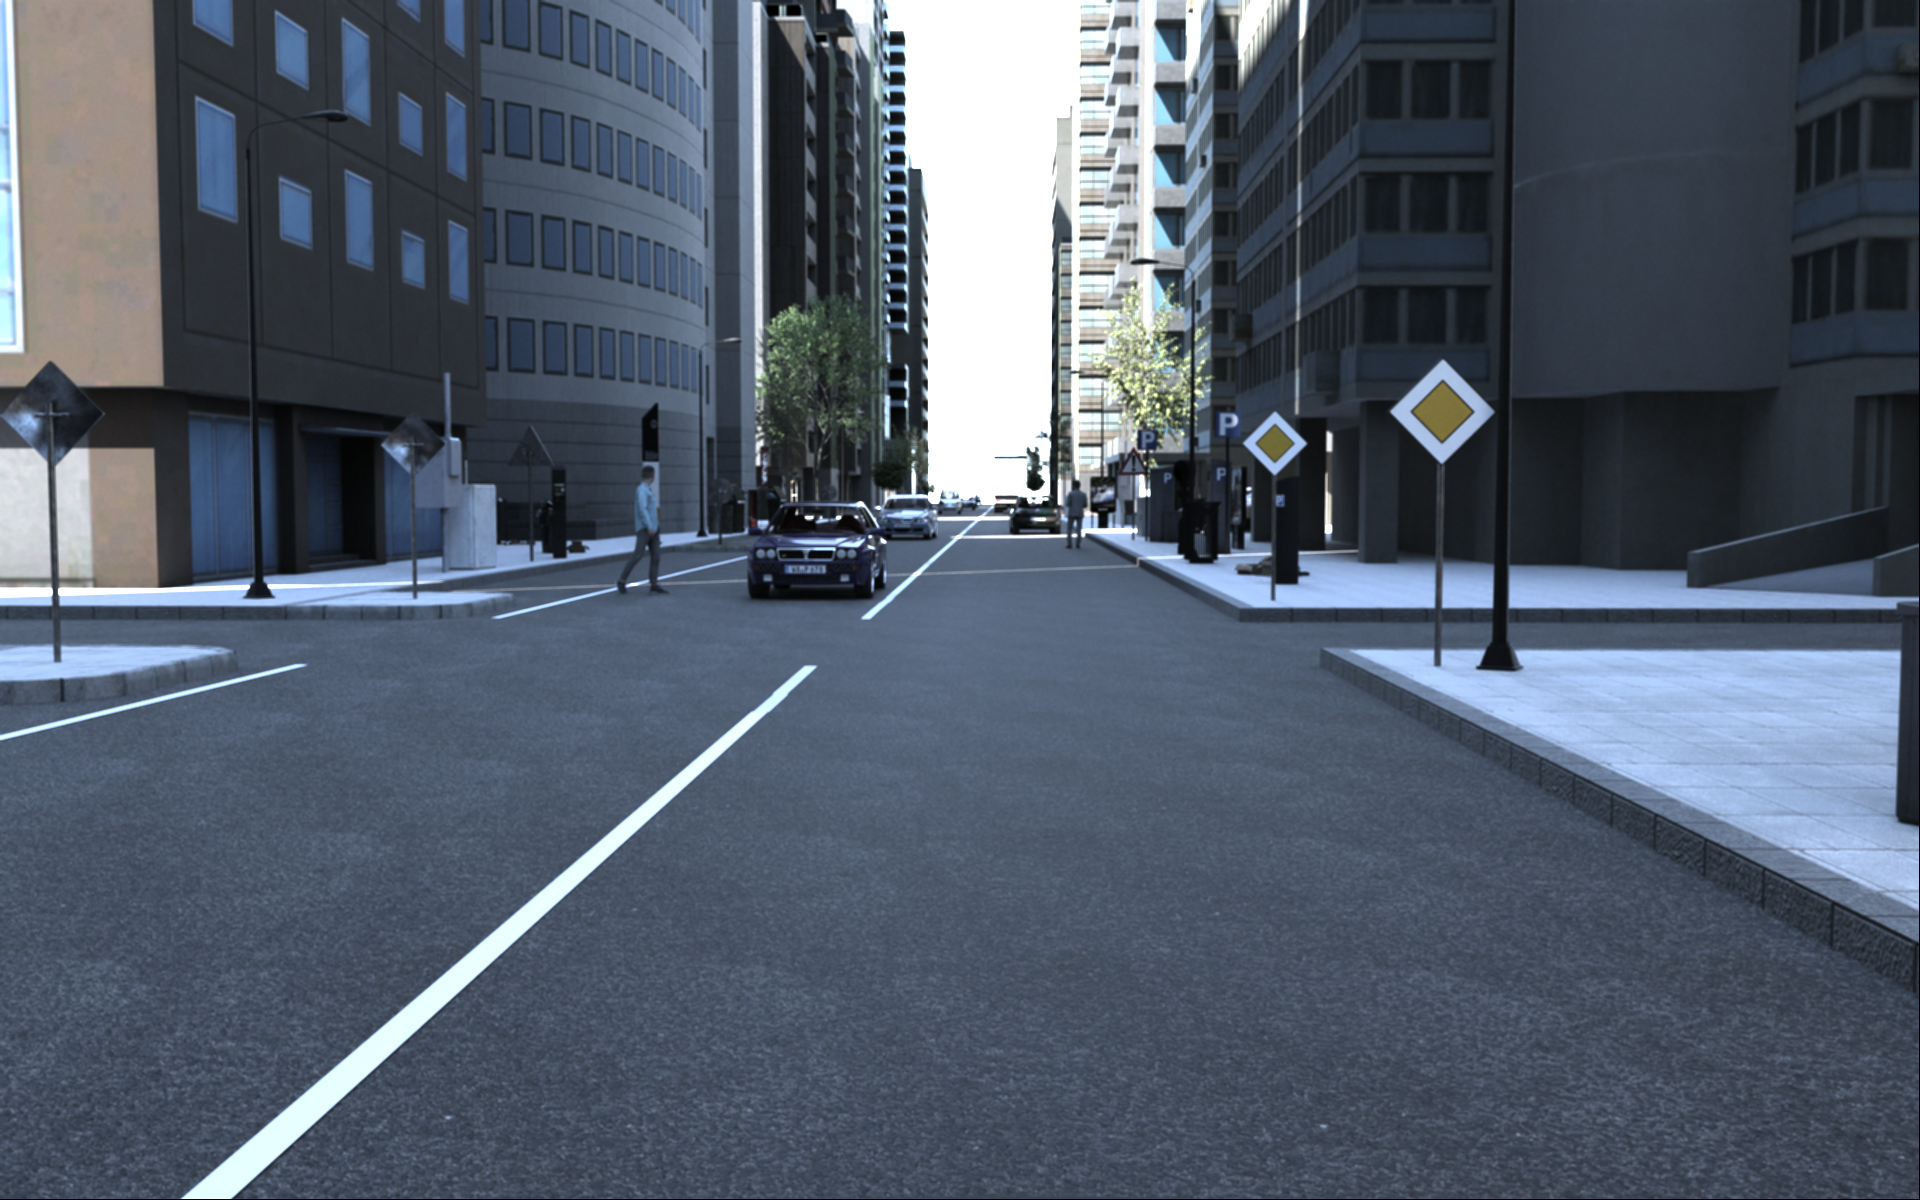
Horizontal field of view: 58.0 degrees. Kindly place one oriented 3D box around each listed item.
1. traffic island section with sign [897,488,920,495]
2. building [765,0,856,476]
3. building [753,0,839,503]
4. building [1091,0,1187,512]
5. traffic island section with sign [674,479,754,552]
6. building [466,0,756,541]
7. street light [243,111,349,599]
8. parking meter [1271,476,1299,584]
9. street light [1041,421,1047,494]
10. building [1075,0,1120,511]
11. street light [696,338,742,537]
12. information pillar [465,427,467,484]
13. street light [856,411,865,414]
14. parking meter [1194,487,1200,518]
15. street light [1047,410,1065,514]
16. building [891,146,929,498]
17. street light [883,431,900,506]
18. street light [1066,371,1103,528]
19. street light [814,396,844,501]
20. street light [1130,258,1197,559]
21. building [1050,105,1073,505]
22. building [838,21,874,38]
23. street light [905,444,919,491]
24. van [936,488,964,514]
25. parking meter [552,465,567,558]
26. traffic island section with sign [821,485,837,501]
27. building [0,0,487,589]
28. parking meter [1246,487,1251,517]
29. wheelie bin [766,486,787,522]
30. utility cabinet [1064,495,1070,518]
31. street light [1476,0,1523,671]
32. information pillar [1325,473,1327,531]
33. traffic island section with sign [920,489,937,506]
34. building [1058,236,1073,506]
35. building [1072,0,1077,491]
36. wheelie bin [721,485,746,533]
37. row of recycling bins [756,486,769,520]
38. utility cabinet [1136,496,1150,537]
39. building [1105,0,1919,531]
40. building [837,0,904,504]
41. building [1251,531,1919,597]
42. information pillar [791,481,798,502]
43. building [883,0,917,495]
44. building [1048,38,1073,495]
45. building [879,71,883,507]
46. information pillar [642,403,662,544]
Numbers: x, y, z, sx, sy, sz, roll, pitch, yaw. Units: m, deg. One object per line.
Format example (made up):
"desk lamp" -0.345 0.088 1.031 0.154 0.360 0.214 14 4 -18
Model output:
"traffic island section with sign" -3.997 -6.818 120.096 1.989 1.847 2.006 0 4 2
"building" -19.220 -28.742 124.549 22.147 44.769 28.867 0 4 2
"building" -14.979 -20.288 103.415 14.160 30.474 14.107 0 4 2
"building" 20.822 -30.063 111.143 23.786 49.044 30.456 0 4 2
"traffic island section with sign" -6.074 -2.147 43.738 1.989 1.847 2.006 0 4 2
"building" -19.470 -31.541 57.700 21.231 58.520 28.212 0 4 2
"street light" -8.105 -2.974 21.162 1.470 5.913 1.316 0 4 2
"parking meter" 4.644 -0.997 24.715 0.372 1.533 0.369 0 3 0
"street light" 6.060 -8.371 109.405 1.470 5.913 1.316 0 4 2
"building" 15.946 -27.533 133.751 14.154 41.232 14.086 0 4 2
"street light" -7.212 -4.850 51.837 1.470 5.913 1.316 0 4 2
"information pillar" -12.193 -3.109 42.185 0.183 3.616 0.504 1 4 21
"street light" -6.056 -7.644 97.521 1.470 5.913 1.316 0 4 2
"parking meter" 8.778 -3.448 64.792 0.372 1.533 0.369 0 3 0
"street light" 5.694 -7.546 95.916 1.470 5.913 1.316 0 4 2
"building" -15.470 -37.966 244.452 21.300 48.544 21.600 0 4 2
"street light" -5.144 -9.537 128.469 1.470 5.913 1.316 0 4 2
"street light" 4.817 -5.670 65.241 1.470 5.913 1.316 0 4 2
"street light" -6.377 -6.726 82.513 1.470 5.913 1.316 0 4 2
"street light" 4.051 -3.774 34.247 1.470 5.913 1.316 0 4 2
"building" 22.041 -36.009 212.441 21.300 48.544 21.600 0 4 2
"building" -14.678 -28.292 146.167 14.154 41.232 14.086 0 4 2
"street light" -4.463 -11.438 159.556 1.470 5.913 1.316 0 4 2
"van" -0.735 -7.180 124.406 2.013 2.044 4.112 0 3 0
"parking meter" -8.017 -1.770 34.644 0.255 1.863 0.399 -1 4 -15
"traffic island section with sign" -5.334 -3.817 71.038 1.989 1.847 2.006 0 4 2
"building" -17.198 -23.166 28.879 14.600 45.320 14.200 0 4 2
"parking meter" 10.674 -3.400 64.002 0.372 1.533 0.369 0 3 0
"wheelie bin" -7.467 -3.814 70.263 0.693 1.594 0.980 1 4 20
"utility cabinet" 5.966 -5.042 93.603 0.306 1.237 1.020 2 4 27
"street light" 3.424 -2.448 12.562 1.470 5.913 1.316 0 4 2
"information pillar" 12.559 -3.406 60.180 0.304 2.012 0.304 0 4 1
"traffic island section with sign" -3.252 -8.505 147.691 1.989 1.847 2.006 0 4 2
"building" 18.123 -25.907 195.272 14.160 30.474 14.107 0 4 2
"building" 20.573 -37.461 154.479 21.231 58.520 28.212 0 4 2
"wheelie bin" -7.507 -3.005 57.039 0.693 1.594 0.980 1 4 21
"row of recycling bins" -10.754 -4.824 85.983 3.534 1.692 1.069 3 5 41
"utility cabinet" 5.568 -2.529 52.503 0.306 1.237 1.020 0 4 -4
"building" 22.931 -23.529 76.583 32.217 40.220 23.993 0 4 2
"building" -16.730 -46.081 191.673 20.563 71.187 20.611 0 4 2
"building" 18.831 -21.062 36.240 23.993 40.220 32.217 0 4 2
"information pillar" -9.216 -5.631 96.554 0.304 2.012 0.304 0 4 5
"building" -16.365 -55.308 216.962 22.319 86.520 31.000 0 4 2
"building" 23.713 -56.589 237.894 22.319 86.520 31.000 0 4 2
"building" -14.677 -29.204 161.076 14.154 41.232 14.086 0 4 2
"information pillar" -7.894 -3.237 44.275 0.183 3.616 0.504 3 5 40
